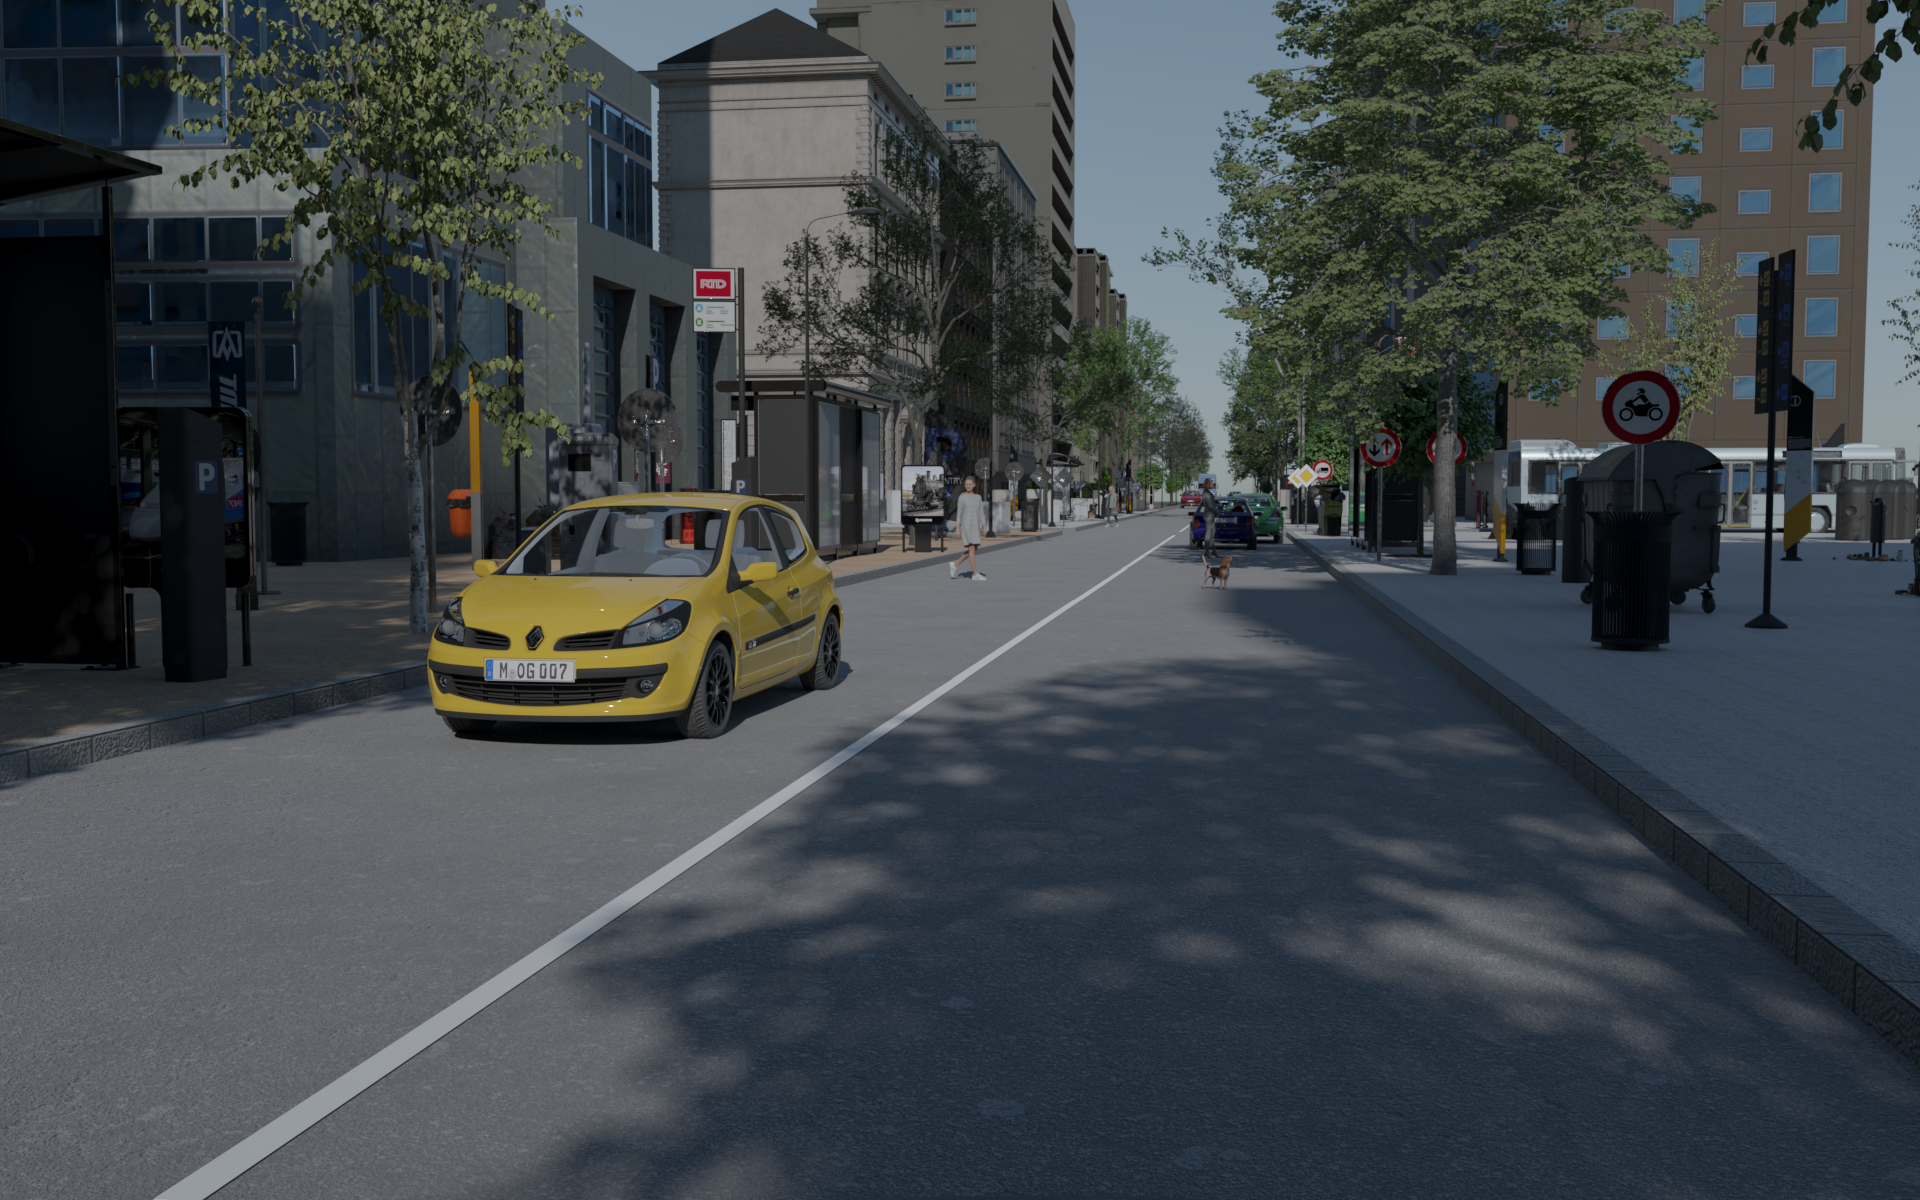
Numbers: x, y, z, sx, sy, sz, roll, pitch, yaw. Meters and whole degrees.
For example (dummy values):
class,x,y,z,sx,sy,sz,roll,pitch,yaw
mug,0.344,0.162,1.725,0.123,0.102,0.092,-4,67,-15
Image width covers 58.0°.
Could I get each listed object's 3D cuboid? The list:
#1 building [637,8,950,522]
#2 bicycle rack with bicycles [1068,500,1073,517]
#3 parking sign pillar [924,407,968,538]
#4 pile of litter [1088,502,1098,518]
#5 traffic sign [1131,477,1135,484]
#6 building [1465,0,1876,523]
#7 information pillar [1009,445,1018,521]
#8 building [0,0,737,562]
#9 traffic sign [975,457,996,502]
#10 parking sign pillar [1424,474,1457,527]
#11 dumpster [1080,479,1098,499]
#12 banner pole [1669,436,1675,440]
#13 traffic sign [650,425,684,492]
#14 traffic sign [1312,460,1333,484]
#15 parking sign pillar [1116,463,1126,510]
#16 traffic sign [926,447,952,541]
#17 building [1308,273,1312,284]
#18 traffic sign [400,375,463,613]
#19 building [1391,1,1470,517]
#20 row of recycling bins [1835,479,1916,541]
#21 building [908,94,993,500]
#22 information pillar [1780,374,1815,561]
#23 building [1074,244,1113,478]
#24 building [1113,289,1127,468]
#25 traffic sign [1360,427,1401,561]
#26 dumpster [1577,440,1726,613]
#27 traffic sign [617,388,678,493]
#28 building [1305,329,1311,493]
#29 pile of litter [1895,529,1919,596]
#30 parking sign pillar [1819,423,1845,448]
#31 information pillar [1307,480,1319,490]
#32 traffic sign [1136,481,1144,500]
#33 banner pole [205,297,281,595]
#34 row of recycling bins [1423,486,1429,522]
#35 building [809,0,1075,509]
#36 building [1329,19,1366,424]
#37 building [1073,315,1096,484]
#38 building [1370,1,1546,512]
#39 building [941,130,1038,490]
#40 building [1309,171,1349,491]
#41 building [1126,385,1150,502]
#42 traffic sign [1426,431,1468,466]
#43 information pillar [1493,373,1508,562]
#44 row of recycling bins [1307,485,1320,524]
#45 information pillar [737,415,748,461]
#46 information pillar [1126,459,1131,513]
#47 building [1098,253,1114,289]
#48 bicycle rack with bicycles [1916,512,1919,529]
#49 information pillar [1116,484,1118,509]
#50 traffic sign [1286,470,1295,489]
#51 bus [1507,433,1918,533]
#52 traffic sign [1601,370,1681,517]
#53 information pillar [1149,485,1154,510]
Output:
class,x,y,z,sx,sy,sz,roll,pitch,yaw
building,-7.342,-15.760,86.554,11.050,23.489,19.941,1,4,9
bicycle rack with bicycles,5.709,-5.156,97.680,2.852,0.926,2.925,1,4,22
parking sign pillar,-0.418,-3.844,51.323,1.447,3.967,1.447,0,4,3
pile of litter,6.883,-4.770,91.947,1.176,0.858,1.719,-1,4,-14
traffic sign,13.040,-8.061,131.802,0.884,2.594,0.081,1,4,14
building,30.751,-26.118,77.139,14.200,45.320,14.600,1,4,9
information pillar,2.536,-5.537,81.878,0.183,3.616,0.504,-3,4,-38
building,-23.923,-44.627,42.331,31.000,86.520,22.319,1,4,9
traffic sign,0.874,-3.670,60.117,0.768,2.556,0.104,1,4,18
parking sign pillar,18.606,-4.825,67.365,1.447,3.967,1.447,0,4,6
dumpster,8.427,-6.611,110.575,1.502,2.255,1.985,1,4,9
banner pole,26.963,-4.624,65.627,0.863,3.779,0.401,-3,5,-43
traffic sign,-4.950,-1.755,28.800,0.768,2.556,0.104,1,4,19
traffic sign,13.498,-3.939,64.507,0.768,2.556,0.104,1,4,13
parking sign pillar,12.941,-9.160,138.245,1.447,3.967,1.447,0,4,-3
traffic sign,-0.656,-2.913,47.639,0.884,2.594,0.081,1,4,16
building,64.384,-36.901,286.930,14.154,41.232,14.086,1,4,9
traffic sign,-5.676,-1.129,18.569,0.768,2.556,0.104,1,4,16
building,38.165,-34.668,108.827,21.231,58.520,28.212,1,4,9
row of recycling bins,25.683,-2.527,48.428,3.534,1.692,1.069,-3,4,-36
building,-5.201,-16.832,104.889,12.332,23.373,15.834,1,4,9
information pillar,16.040,-2.555,33.123,0.183,3.616,0.504,-3,5,-44
building,9.848,-26.312,201.905,14.160,30.474,14.107,1,4,9
building,15.740,-28.704,241.007,14.160,30.474,14.107,1,4,9
traffic sign,8.020,-2.016,33.069,0.768,2.556,0.104,1,4,15
dumpster,7.714,-0.833,19.371,1.264,1.857,1.865,1,4,9
traffic sign,-3.775,-1.273,20.920,0.768,2.556,0.104,1,4,9
building,61.336,-30.665,273.078,14.160,30.474,14.107,1,4,9
pile of litter,12.436,-0.475,21.735,1.176,0.858,1.719,1,4,22
parking sign pillar,33.076,-4.734,65.869,1.447,3.967,1.447,-3,4,-37
information pillar,20.157,-6.541,98.306,0.504,3.616,0.183,3,4,38
traffic sign,14.245,-8.263,137.228,0.606,2.300,0.079,1,4,17
banner pole,-9.148,-1.961,22.082,0.863,3.779,0.401,0,4,-1
row of recycling bins,19.057,-4.011,72.689,1.069,1.692,3.534,1,4,11
building,-1.399,-32.459,154.409,21.300,48.544,21.600,1,4,9
building,55.283,-36.705,189.359,28.713,52.752,27.495,1,4,9
building,-0.654,-20.602,181.877,27.650,21.520,28.899,1,4,9
building,43.061,-30.880,155.005,14.600,45.320,14.200,1,4,9
building,-2.787,-20.245,124.508,14.314,27.812,24.014,1,4,9
building,62.780,-38.550,253.998,21.300,48.544,21.600,1,4,9
building,16.795,-27.040,287.149,27.650,21.520,28.899,1,4,9
traffic sign,9.412,-2.045,33.540,0.768,2.556,0.104,1,4,14
information pillar,10.225,-2.532,32.753,0.183,3.616,0.504,0,4,-2
row of recycling bins,15.988,-4.267,76.884,1.069,1.692,3.534,1,4,16
information pillar,-6.469,-3.659,51.178,0.504,3.616,0.183,2,4,24
information pillar,11.116,-7.512,114.170,0.183,3.616,0.504,3,5,44
building,9.883,-34.802,260.896,32.217,40.220,23.993,1,4,9
bicycle rack with bicycles,35.968,-3.030,62.925,2.925,0.926,2.852,0,4,-7
information pillar,9.964,-6.493,110.656,0.304,2.012,0.304,0,4,4
traffic sign,18.204,-5.767,94.295,0.884,2.594,0.081,1,4,11
bus,25.611,-3.908,58.752,13.247,3.499,2.948,0,4,7
traffic sign,7.001,-1.086,17.868,0.768,2.556,0.104,1,4,17
information pillar,15.064,-8.047,136.057,0.304,2.012,0.304,1,4,21
